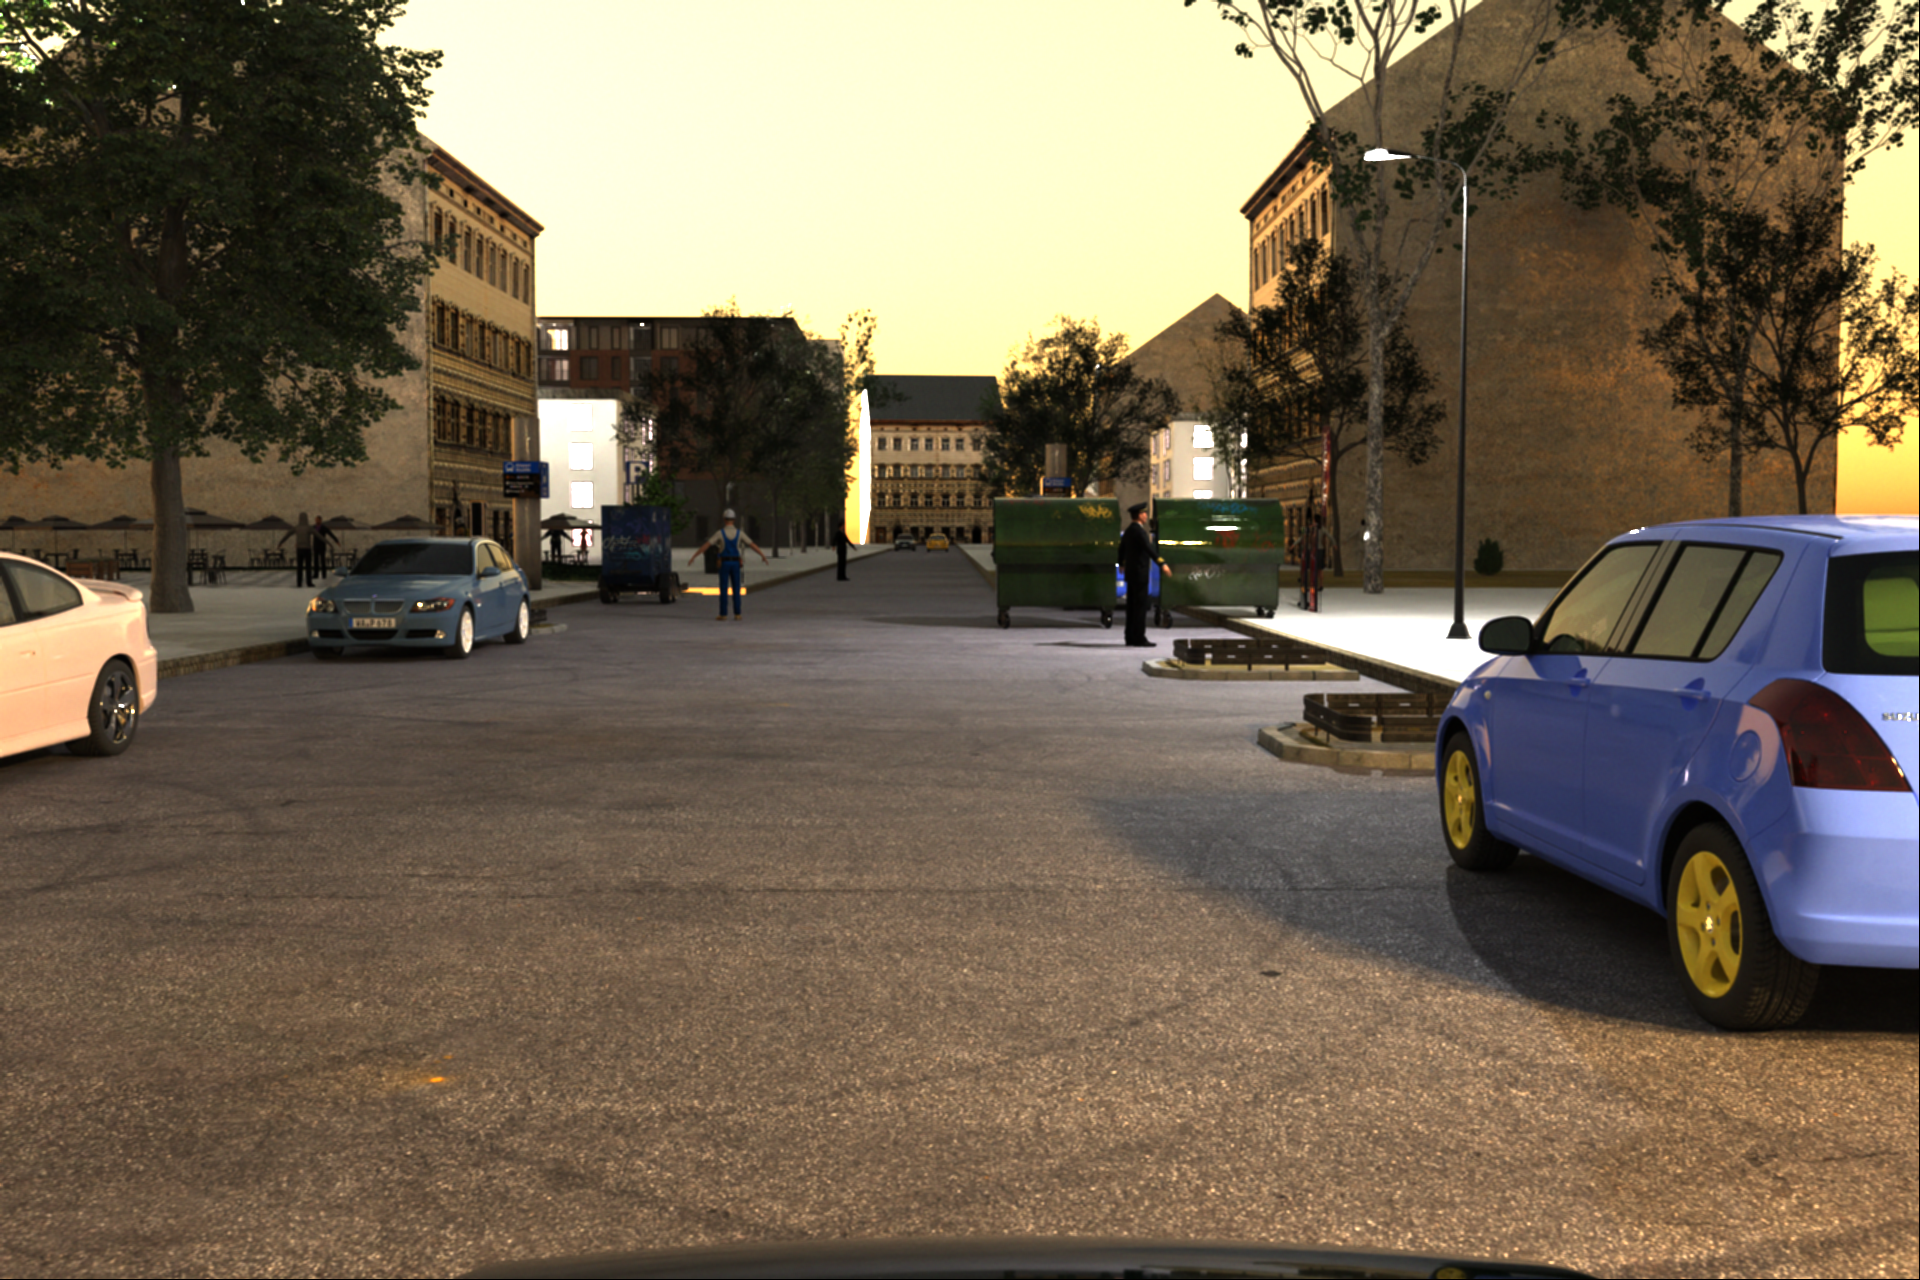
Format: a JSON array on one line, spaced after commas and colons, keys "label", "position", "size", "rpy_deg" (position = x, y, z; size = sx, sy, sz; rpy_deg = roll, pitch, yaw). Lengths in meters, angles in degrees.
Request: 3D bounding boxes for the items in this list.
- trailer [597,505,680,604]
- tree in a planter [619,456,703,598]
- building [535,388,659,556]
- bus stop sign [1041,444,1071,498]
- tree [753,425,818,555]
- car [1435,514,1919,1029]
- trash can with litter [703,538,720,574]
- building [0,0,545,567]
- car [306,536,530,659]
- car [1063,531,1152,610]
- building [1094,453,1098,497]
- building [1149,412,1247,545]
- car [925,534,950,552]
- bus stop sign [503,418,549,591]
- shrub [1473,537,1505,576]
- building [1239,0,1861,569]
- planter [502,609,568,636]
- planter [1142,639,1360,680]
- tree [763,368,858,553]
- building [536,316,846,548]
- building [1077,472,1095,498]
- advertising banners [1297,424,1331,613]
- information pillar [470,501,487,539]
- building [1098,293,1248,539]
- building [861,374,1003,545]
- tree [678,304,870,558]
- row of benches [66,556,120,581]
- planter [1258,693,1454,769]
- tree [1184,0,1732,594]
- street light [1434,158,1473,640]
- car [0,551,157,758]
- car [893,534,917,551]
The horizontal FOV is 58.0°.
[{"label": "trailer", "position": [-6.645, -1.719, 35.148], "size": [1.471, 1.999, 3.904], "rpy_deg": [0, 4, 0]}, {"label": "tree in a planter", "position": [-6.943, -2.581, 39.429], "size": [1.991, 3.239, 1.994], "rpy_deg": [0, 4, 0]}, {"label": "building", "position": [-24.340, -10.506, 113.921], "size": [9.099, 9.664, 28.070], "rpy_deg": [0, 4, -1]}, {"label": "bus stop sign", "position": [2.804, -3.774, 50.723], "size": [0.837, 3.901, 0.837], "rpy_deg": [0, 4, -2]}, {"label": "tree", "position": [-10.046, -9.444, 104.769], "size": [4.360, 8.622, 3.978], "rpy_deg": [0, 3, 0]}, {"label": "car", "position": [2.980, 0.200, 6.321], "size": [1.945, 1.707, 3.694], "rpy_deg": [0, 4, -1]}, {"label": "trash can with litter", "position": [-7.796, -2.735, 56.104], "size": [1.055, 1.170, 0.624], "rpy_deg": [0, 4, 0]}, {"label": "building", "position": [-30.092, -15.014, 76.402], "size": [19.493, 23.208, 18.063], "rpy_deg": [0, 4, -1]}, {"label": "car", "position": [-6.542, -0.573, 21.370], "size": [2.014, 1.417, 4.499], "rpy_deg": [0, 4, -1]}, {"label": "car", "position": [2.750, -1.479, 33.768], "size": [1.945, 1.707, 3.694], "rpy_deg": [0, 4, 0]}, {"label": "building", "position": [20.006, -20.516, 191.853], "size": [16.016, 20.090, 11.380], "rpy_deg": [0, 4, -1]}, {"label": "building", "position": [19.078, -10.832, 119.257], "size": [9.099, 9.664, 28.070], "rpy_deg": [0, 4, 0]}, {"label": "car", "position": [-1.790, -7.894, 139.283], "size": [2.015, 1.641, 3.980], "rpy_deg": [0, 4, 0]}, {"label": "bus stop sign", "position": [-9.873, -3.085, 39.458], "size": [0.837, 3.901, 0.837], "rpy_deg": [0, 3, 0]}, {"label": "shrub", "position": [16.370, -2.599, 53.614], "size": [1.383, 1.207, 1.383], "rpy_deg": [0, 3, 0]}, {"label": "building", "position": [22.746, -14.732, 71.792], "size": [19.493, 23.208, 18.063], "rpy_deg": [0, 3, 0]}, {"label": "planter", "position": [-6.846, -0.259, 25.372], "size": [1.991, 0.319, 1.994], "rpy_deg": [0, 4, 0]}, {"label": "planter", "position": [2.920, 0.196, 17.941], "size": [1.991, 0.319, 1.994], "rpy_deg": [0, 4, 0]}, {"label": "tree", "position": [-10.403, -12.233, 118.138], "size": [7.486, 12.596, 7.792], "rpy_deg": [0, 3, 0]}, {"label": "building", "position": [-26.547, -20.507, 179.262], "size": [27.936, 21.610, 32.646], "rpy_deg": [0, 4, -1]}, {"label": "building", "position": [19.919, -16.533, 212.456], "size": [9.099, 9.664, 28.070], "rpy_deg": [0, 4, -1]}, {"label": "advertising banners", "position": [5.845, -1.982, 28.588], "size": [0.090, 3.025, 2.074], "rpy_deg": [0, 4, -1]}, {"label": "information pillar", "position": [-10.657, -2.073, 38.384], "size": [0.304, 2.012, 0.304], "rpy_deg": [0, 3, 0]}, {"label": "building", "position": [23.363, -20.568, 167.217], "size": [19.493, 23.208, 18.063], "rpy_deg": [0, 3, 0]}, {"label": "building", "position": [-4.044, -24.722, 237.595], "size": [18.063, 23.208, 19.493], "rpy_deg": [0, 4, -7]}, {"label": "tree", "position": [-9.910, -11.158, 92.797], "size": [12.009, 13.543, 11.850], "rpy_deg": [0, 3, 0]}, {"label": "row of benches", "position": [-23.654, -1.950, 47.350], "size": [1.422, 0.672, 4.104], "rpy_deg": [-1, 4, -16]}, {"label": "planter", "position": [3.047, 0.586, 11.551], "size": [1.991, 0.319, 1.994], "rpy_deg": [0, 4, 0]}, {"label": "tree", "position": [10.141, -11.014, 35.974], "size": [12.611, 20.169, 13.585], "rpy_deg": [0, 3, 0]}, {"label": "street light", "position": [6.648, -2.965, 21.023], "size": [1.470, 5.913, 1.316], "rpy_deg": [0, 4, 0]}, {"label": "car", "position": [-6.343, 0.153, 9.861], "size": [2.083, 1.381, 4.827], "rpy_deg": [0, 4, -1]}, {"label": "car", "position": [-4.592, -8.276, 145.094], "size": [2.009, 1.686, 4.222], "rpy_deg": [0, 4, 0]}]
